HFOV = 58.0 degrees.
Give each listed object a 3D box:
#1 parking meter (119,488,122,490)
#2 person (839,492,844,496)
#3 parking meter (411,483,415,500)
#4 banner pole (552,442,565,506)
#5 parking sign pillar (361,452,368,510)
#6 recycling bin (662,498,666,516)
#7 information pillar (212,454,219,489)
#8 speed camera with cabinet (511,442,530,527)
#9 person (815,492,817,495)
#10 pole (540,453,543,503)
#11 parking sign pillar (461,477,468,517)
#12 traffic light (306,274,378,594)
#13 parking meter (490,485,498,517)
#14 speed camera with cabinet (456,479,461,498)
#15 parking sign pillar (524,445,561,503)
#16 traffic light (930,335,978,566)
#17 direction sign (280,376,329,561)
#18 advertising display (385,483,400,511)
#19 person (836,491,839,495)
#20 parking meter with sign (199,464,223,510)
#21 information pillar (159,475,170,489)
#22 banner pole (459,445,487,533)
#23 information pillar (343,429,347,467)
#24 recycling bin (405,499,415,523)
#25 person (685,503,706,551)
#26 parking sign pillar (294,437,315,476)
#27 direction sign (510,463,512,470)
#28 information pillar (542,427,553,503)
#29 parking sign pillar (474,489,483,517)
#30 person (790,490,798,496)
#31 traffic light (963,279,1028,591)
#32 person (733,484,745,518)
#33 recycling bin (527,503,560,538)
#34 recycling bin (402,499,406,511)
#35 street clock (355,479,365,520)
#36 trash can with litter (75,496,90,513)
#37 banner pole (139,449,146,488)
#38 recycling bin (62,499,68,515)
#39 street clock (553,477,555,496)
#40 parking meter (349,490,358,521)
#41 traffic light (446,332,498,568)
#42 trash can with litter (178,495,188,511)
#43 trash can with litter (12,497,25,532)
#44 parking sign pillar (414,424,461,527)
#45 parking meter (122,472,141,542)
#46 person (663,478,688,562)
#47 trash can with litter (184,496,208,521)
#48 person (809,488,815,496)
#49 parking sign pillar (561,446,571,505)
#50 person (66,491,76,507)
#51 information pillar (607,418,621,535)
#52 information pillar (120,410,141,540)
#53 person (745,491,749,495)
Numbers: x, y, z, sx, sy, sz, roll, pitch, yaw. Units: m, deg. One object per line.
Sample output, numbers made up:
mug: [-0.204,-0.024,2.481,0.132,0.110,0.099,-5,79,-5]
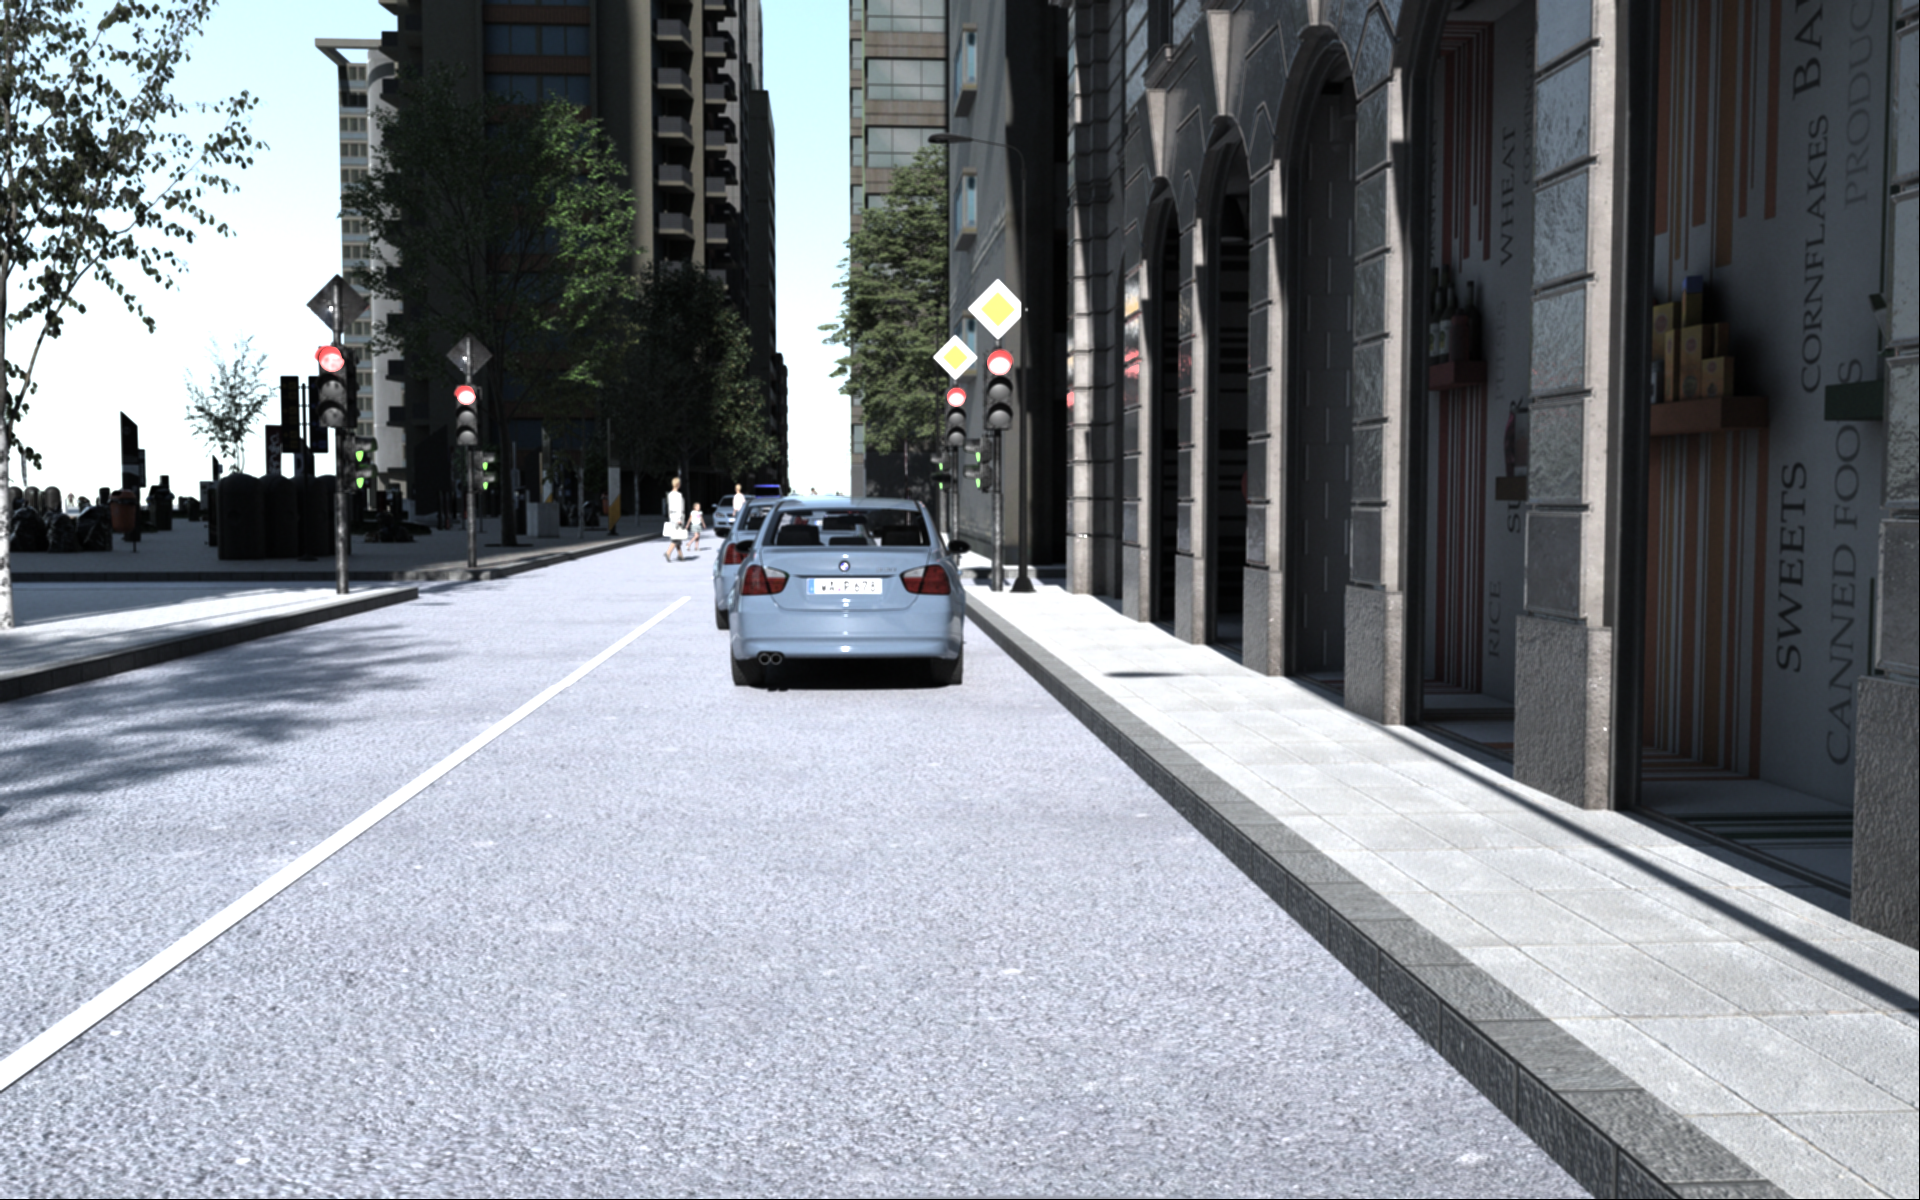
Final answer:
parking meter: [-32.036,-3.549,66.435,0.372,1.533,0.369,0,3,0]
person: [-15.516,-13.323,226.863,0.617,1.759,0.750,1,4,9]
parking meter: [-25.512,-4.623,81.300,0.399,1.863,0.255,0,4,5]
banner pole: [-19.137,-5.663,82.615,0.863,3.779,0.401,0,4,7]
parking sign pillar: [-35.506,-6.997,102.872,1.447,3.967,1.447,-1,4,-10]
recycling bin: [-17.207,-5.528,102.942,0.722,1.027,0.722,1,4,19]
information pillar: [-43.672,-6.745,101.640,0.183,3.616,0.504,1,4,14]
speed camera with cabinet: [-17.019,-4.399,66.263,0.660,3.252,2.038,0,4,1]
person: [-17.567,-12.456,212.879,0.721,1.743,1.217,1,4,18]
pole: [-20.520,-5.580,85.083,0.158,3.312,0.155,0,3,0]
parking sign pillar: [-22.536,-5.322,75.490,1.447,3.967,1.447,0,4,1]
traffic light: [-7.916,-2.032,22.136,0.839,4.253,0.868,0,4,-4]
parking meter: [-26.222,-5.615,97.521,0.399,1.863,0.255,1,4,22]
speed camera with cabinet: [-30.493,-6.681,103.565,2.038,3.252,0.660,-1,4,-15]
parking sign pillar: [-20.937,-5.968,86.042,1.447,3.967,1.447,1,4,12]
traffic light: [-0.103,-2.557,30.721,0.839,4.253,0.868,0,4,-4]
direction sign: [-12.543,-2.520,33.192,0.876,3.537,0.379,0,4,-2]
advertising display: [-33.522,-5.942,102.360,0.974,1.923,0.123,1,4,17]
person: [-17.588,-14.690,248.309,1.348,1.869,0.705,-3,5,-43]
parking meter with sign: [-43.773,-6.385,100.658,1.738,3.016,0.543,0,4,6]
information pillar: [-30.669,-3.810,66.790,0.304,2.012,0.304,-3,4,-39]
banner pole: [-16.161,-4.141,57.715,0.863,3.779,0.401,2,4,28]
information pillar: [-21.969,-4.295,61.573,0.183,3.616,0.504,1,4,17]
recycling bin: [-21.630,-3.468,69.258,0.722,1.027,0.722,0,4,-8]
person: [-6.674,-1.854,43.821,0.382,1.210,0.505,3,4,39]
parking sign pillar: [-30.993,-5.715,81.914,1.447,3.967,1.447,3,5,44]
direction sign: [-23.531,-6.018,90.383,0.379,3.537,0.876,-2,4,-30]
information pillar: [-14.434,-4.235,60.590,0.504,3.616,0.183,3,5,42]
parking sign pillar: [-27.763,-6.699,97.997,1.447,3.967,1.447,1,4,10]
person: [-14.682,-8.865,153.426,1.348,1.826,0.705,1,4,13]
traffic light: [0.473,-2.069,22.757,0.839,4.253,0.868,0,4,-4]
person: [-6.665,-2.712,53.505,0.598,1.740,0.731,1,4,11]
recycling bin: [-12.318,-2.362,51.180,0.722,1.027,0.722,-3,5,-42]
recycling bin: [-30.847,-5.099,95.927,0.722,1.027,0.722,-1,4,-8]
street clock: [-23.875,-3.930,68.820,0.471,2.002,0.358,3,4,37]
trash can with litter: [-47.102,-5.017,93.420,0.624,1.170,1.055,1,4,16]
banner pole: [-39.799,-5.752,84.068,0.401,3.779,0.863,1,4,18]
recycling bin: [-50.488,-5.171,97.098,0.722,1.027,0.722,-1,4,-18]
street clock: [-17.419,-4.228,73.690,0.358,2.002,0.471,1,4,8]
parking meter: [-24.417,-3.918,69.770,0.255,1.863,0.399,-3,5,-42]
traffic light: [-8.492,-2.519,30.101,0.839,4.253,0.868,0,4,-4]
trash can with litter: [-43.536,-5.214,96.307,2.233,1.210,1.678,0,3,0]
trash can with litter: [-23.373,-1.981,43.450,1.678,1.210,2.233,-1,4,-11]
parking sign pillar: [-20.466,-4.817,67.224,1.447,3.967,1.447,0,4,6]
parking meter: [-22.352,-2.510,46.746,0.255,1.863,0.399,1,4,18]
person: [-6.053,-1.702,36.677,0.624,1.780,0.694,-2,4,-30]
trash can with litter: [-35.907,-4.291,81.551,0.624,1.170,1.055,2,4,33]
person: [-8.424,-5.483,98.418,0.850,1.792,0.678,0,4,3]
parking sign pillar: [-22.081,-6.604,96.443,1.447,3.967,1.447,-2,4,-33]
person: [-92.848,-10.509,180.874,0.990,1.755,0.434,0,4,-4]
information pillar: [-10.769,-3.824,53.881,0.183,3.616,0.504,2,4,28]
information pillar: [-23.379,-3.512,48.777,0.183,3.616,0.504,3,4,36]
person: [-12.791,-5.718,103.803,0.330,1.601,0.589,0,3,0]
